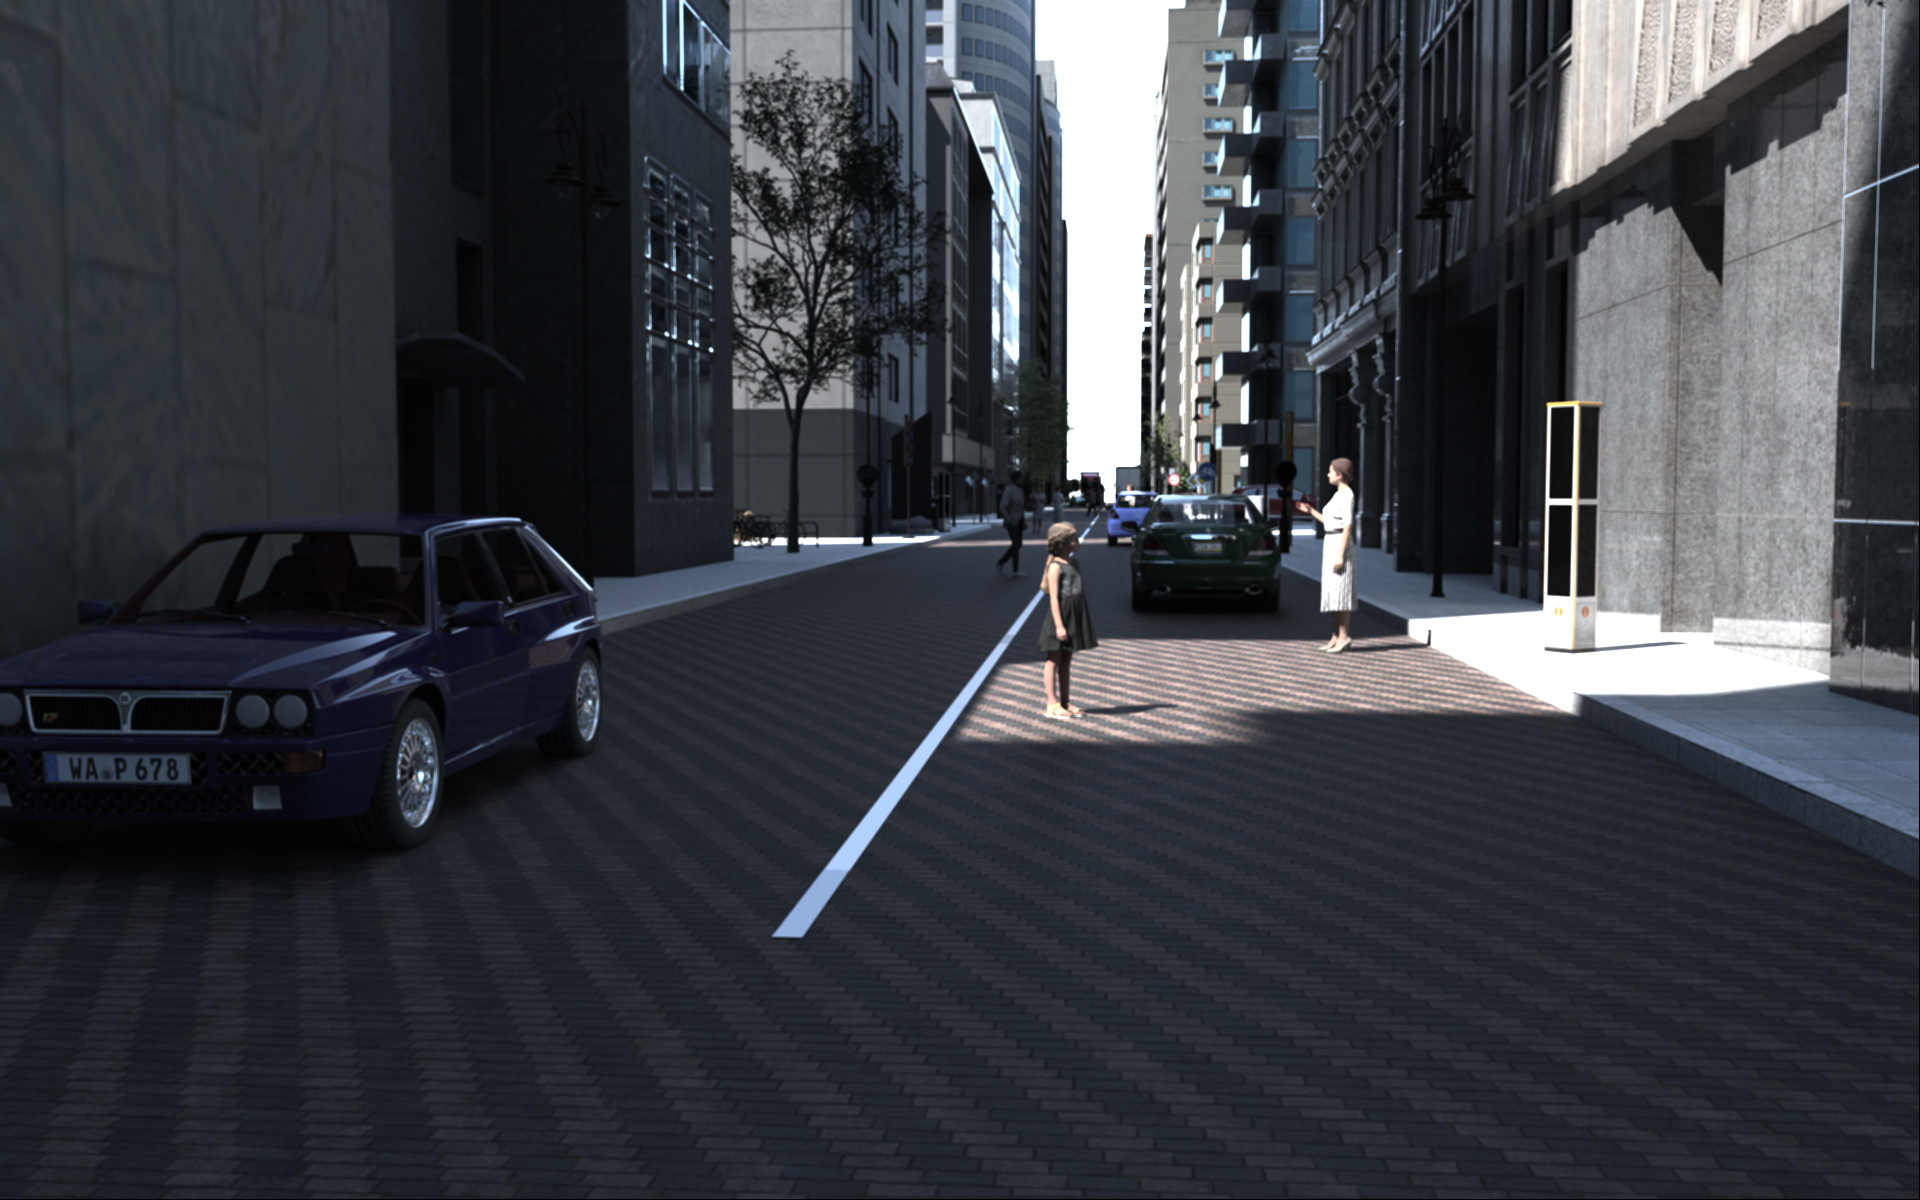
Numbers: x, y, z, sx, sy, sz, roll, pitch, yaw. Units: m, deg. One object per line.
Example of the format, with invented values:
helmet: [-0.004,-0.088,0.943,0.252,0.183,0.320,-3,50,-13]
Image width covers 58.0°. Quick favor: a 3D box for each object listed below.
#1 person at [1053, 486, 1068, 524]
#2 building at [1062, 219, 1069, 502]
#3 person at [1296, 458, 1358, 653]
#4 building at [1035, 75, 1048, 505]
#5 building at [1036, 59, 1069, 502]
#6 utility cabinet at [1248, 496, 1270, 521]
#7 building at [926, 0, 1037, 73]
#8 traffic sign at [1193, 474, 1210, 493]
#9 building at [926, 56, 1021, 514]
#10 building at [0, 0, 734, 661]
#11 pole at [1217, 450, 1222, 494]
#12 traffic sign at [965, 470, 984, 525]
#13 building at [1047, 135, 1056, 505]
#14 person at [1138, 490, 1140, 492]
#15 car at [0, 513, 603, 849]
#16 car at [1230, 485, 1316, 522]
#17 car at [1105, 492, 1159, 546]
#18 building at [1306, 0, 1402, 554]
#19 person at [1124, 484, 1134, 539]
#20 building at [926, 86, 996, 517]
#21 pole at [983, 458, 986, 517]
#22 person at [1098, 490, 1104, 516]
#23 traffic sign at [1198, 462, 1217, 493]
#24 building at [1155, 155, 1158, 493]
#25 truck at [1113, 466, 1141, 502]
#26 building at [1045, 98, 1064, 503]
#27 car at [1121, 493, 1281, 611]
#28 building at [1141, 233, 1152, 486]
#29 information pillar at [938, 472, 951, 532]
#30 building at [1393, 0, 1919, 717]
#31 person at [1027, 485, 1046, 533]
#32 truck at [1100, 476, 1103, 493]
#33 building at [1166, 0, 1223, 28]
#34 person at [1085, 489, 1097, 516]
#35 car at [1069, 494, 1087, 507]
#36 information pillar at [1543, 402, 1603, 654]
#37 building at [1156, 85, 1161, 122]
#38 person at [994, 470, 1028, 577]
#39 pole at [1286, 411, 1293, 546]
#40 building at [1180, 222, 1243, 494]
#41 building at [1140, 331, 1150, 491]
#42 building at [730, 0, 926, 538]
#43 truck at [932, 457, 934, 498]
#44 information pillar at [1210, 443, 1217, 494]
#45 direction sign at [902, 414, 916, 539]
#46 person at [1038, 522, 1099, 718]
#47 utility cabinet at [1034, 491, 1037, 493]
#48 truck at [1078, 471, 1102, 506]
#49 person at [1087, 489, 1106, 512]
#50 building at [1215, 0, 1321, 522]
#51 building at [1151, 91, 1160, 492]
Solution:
person: [3.774,-3.445,65.401,0.480,1.755,0.524,2,4,30]
building: [10.010,-38.152,273.899,14.600,45.320,14.200,0,4,5]
person: [3.349,-0.406,15.716,0.524,1.755,0.480,0,4,-3]
building: [-1.277,-34.853,193.555,21.300,48.544,21.600,0,4,5]
building: [8.193,-52.138,290.713,20.563,71.187,20.611,0,4,5]
utility cabinet: [9.394,-2.669,54.804,0.306,1.237,1.020,-1,4,-21]
building: [-3.730,-38.319,168.510,21.231,58.520,28.212,0,4,5]
traffic sign: [9.887,-4.096,70.618,0.795,2.450,0.064,0,4,5]
building: [-1.990,-21.237,124.711,11.434,29.767,29.804,0,4,5]
building: [-14.884,-43.041,16.393,22.319,86.520,31.000,0,4,5]
pole: [11.997,-5.278,80.140,0.158,3.312,0.155,0,3,0]
traffic sign: [0.582,-4.148,71.464,0.795,2.450,0.064,0,4,5]
building: [4.511,-34.350,211.735,14.600,45.320,14.200,0,4,5]
person: [15.554,-8.662,150.463,0.374,1.781,0.599,1,4,14]
car: [-2.965,0.264,8.257,1.945,1.354,3.894,0,4,4]
car: [13.811,-3.981,73.770,5.304,1.827,2.281,0,4,6]
car: [5.078,-2.425,49.245,1.945,1.707,3.694,0,4,6]
building: [14.506,-12.046,47.856,10.553,20.767,40.483,0,4,5]
person: [5.311,-2.803,54.900,0.524,1.755,0.480,-2,4,-27]
building: [-6.167,-16.892,95.243,14.314,24.678,30.058,0,4,5]
pole: [1.421,-6.419,98.792,0.158,3.312,0.155,0,3,0]
person: [9.349,-6.452,114.827,0.643,1.720,0.563,-2,4,-24]
traffic sign: [9.848,-4.211,68.954,0.768,2.556,0.104,1,4,9]
building: [32.325,-34.525,188.178,21.300,48.544,21.600,0,4,5]
truck: [17.191,-11.575,178.159,2.839,4.237,11.283,0,4,4]
building: [4.045,-43.473,252.776,21.231,58.520,28.212,0,4,5]
car: [3.176,-0.673,22.799,2.131,1.459,4.920,0,4,6]
building: [40.736,-38.361,281.824,22.147,44.769,28.867,0,4,5]
information pillar: [-0.530,-3.290,58.284,0.304,2.012,0.304,-3,5,-43]
building: [12.309,-12.210,17.658,12.078,24.808,19.932,0,4,5]
person: [2.796,-3.352,63.667,0.716,1.782,0.532,0,4,4]
truck: [21.302,-17.536,275.632,2.839,4.237,11.283,0,4,3]
building: [30.249,-33.212,166.717,21.300,48.544,21.600,0,4,5]
person: [8.453,-6.276,111.512,0.834,1.777,0.661,2,4,34]
car: [12.893,-11.065,189.709,1.959,1.807,4.718,0,4,5]
information pillar: [4.943,-0.581,13.987,0.304,2.012,0.304,-2,4,-32]
building: [38.671,-38.095,212.084,28.713,52.752,27.495,0,4,5]
person: [0.878,-1.337,30.210,0.795,1.843,0.661,2,4,34]
pole: [8.133,-2.995,42.806,0.158,3.312,0.155,0,3,0]
building: [30.187,-17.030,123.475,27.650,21.520,28.899,0,4,5]
building: [38.645,-32.555,303.978,14.160,30.474,14.107,0,4,5]
building: [-12.296,-37.967,59.009,20.611,71.187,20.563,0,4,5]
truck: [-9.880,-5.240,75.428,18.799,4.110,2.967,0,4,4]
information pillar: [11.494,-5.340,78.667,0.183,3.616,0.504,-2,4,-24]
direction sign: [-1.466,-3.525,49.625,0.379,3.537,0.876,1,4,14]
person: [0.705,0.122,11.177,0.373,1.253,0.362,3,5,40]
utility cabinet: [6.207,-8.538,148.269,0.318,1.500,1.173,-2,4,-34]
truck: [16.242,-13.898,216.150,2.839,4.237,11.283,0,4,5]
person: [10.666,-7.719,134.925,1.509,1.804,0.699,0,4,-8]
building: [28.322,-28.552,86.439,30.456,49.044,23.786,0,4,5]
building: [38.599,-43.484,252.958,21.231,58.520,28.212,0,4,5]
